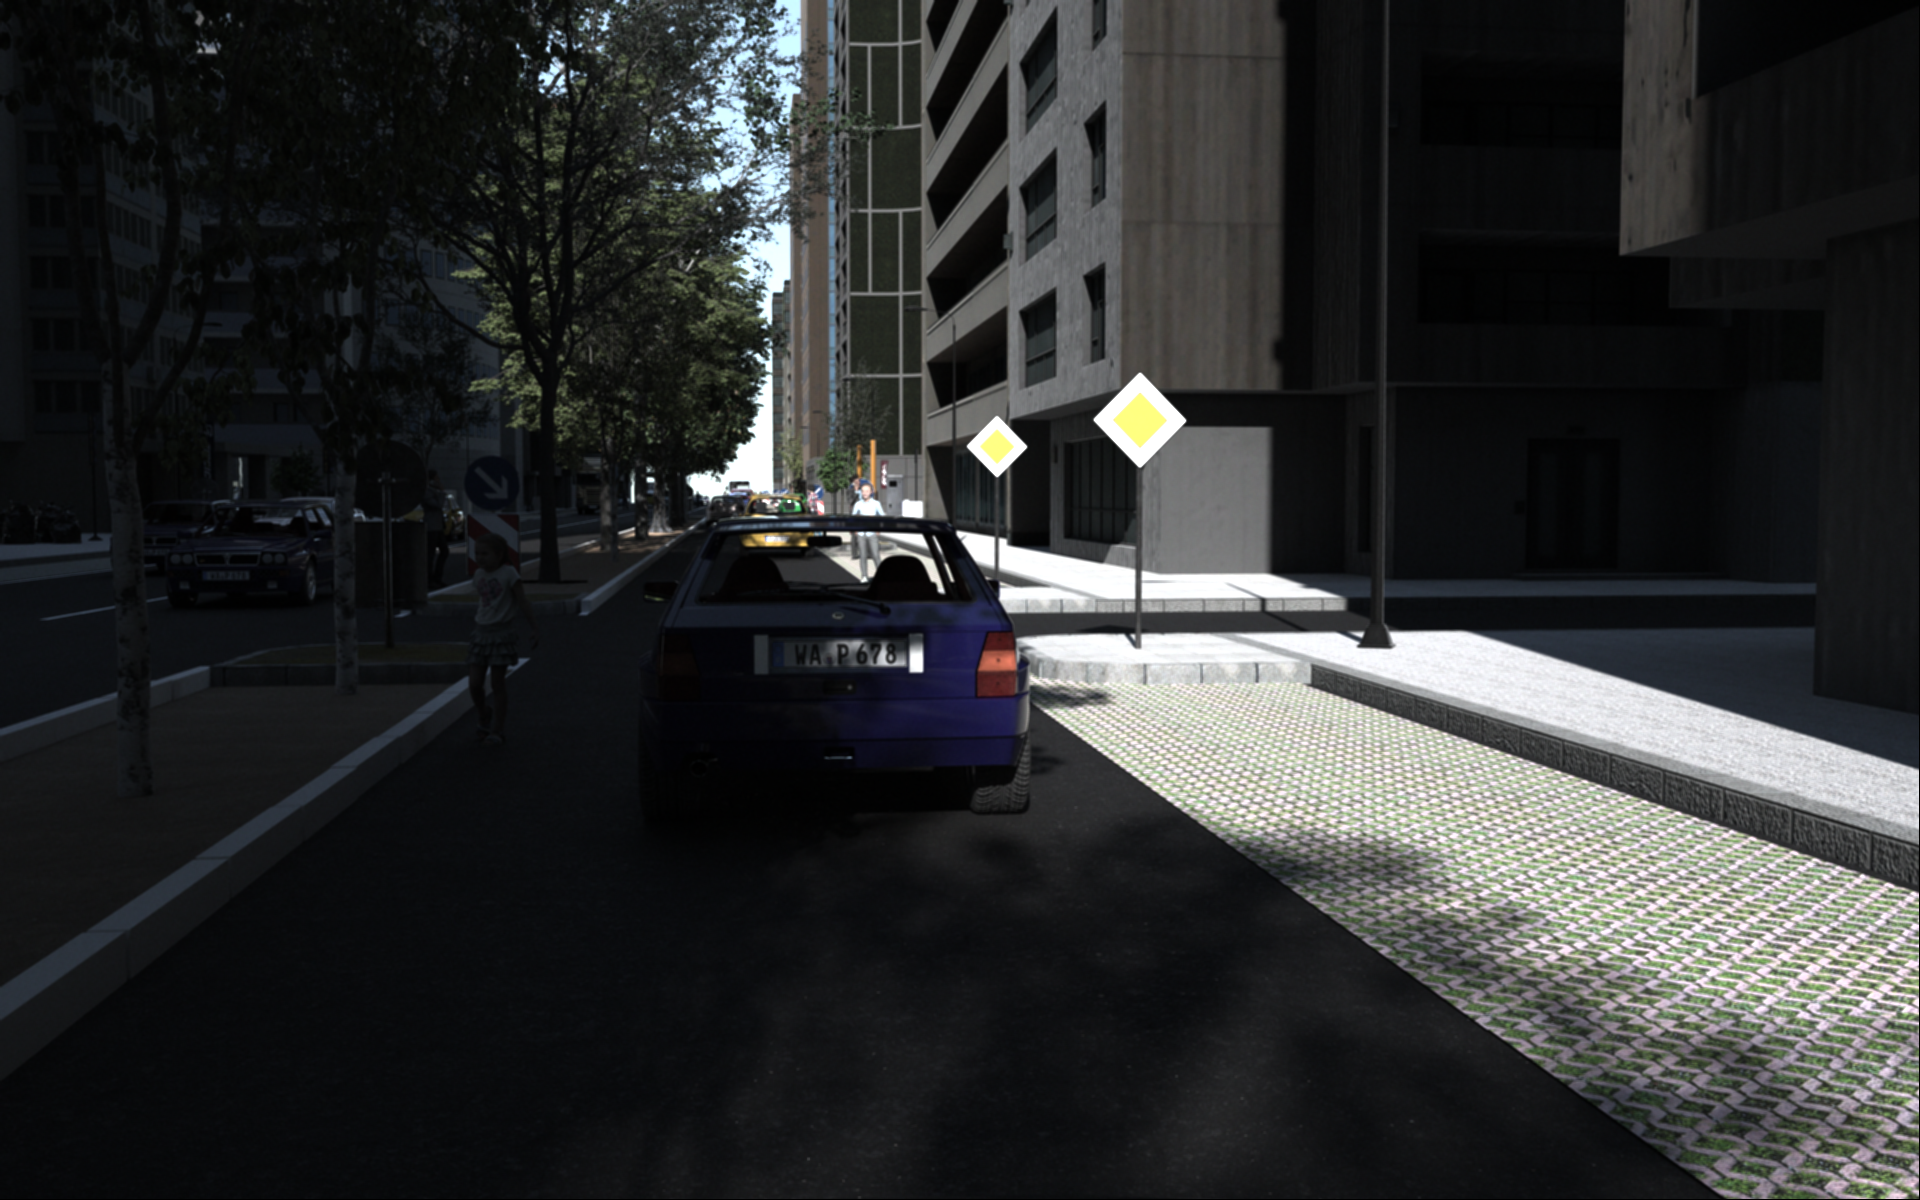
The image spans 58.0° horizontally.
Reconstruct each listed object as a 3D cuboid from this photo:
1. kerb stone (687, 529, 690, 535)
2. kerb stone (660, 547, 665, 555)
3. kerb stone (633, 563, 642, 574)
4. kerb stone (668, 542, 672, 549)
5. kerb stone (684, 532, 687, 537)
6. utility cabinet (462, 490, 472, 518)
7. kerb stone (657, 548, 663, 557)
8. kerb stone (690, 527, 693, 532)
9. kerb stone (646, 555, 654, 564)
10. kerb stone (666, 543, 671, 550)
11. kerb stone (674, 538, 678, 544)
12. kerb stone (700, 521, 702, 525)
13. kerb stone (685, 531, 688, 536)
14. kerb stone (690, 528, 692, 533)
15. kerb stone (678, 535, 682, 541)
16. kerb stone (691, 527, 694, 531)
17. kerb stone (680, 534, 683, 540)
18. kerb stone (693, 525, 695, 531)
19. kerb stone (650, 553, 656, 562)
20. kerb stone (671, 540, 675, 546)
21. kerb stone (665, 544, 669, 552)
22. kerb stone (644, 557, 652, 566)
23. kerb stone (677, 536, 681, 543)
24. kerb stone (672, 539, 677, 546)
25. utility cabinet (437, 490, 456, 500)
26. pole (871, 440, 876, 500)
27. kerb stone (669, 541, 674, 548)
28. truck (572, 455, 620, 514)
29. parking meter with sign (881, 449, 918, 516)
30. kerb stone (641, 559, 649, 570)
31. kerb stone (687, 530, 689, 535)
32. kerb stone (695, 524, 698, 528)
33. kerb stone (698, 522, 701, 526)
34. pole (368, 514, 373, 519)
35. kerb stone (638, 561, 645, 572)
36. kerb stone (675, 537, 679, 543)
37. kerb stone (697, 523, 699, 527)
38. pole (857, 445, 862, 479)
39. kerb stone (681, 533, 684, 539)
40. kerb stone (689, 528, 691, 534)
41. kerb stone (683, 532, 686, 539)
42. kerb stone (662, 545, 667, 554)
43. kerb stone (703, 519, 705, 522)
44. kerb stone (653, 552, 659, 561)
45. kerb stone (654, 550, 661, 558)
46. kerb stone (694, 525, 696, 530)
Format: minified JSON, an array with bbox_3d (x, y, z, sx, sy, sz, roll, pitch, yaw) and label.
[{"bbox_3d":[-9.346,-2.247,59.021,0.120,0.150,1.000,0,4,-7],"label":"kerb stone"},{"bbox_3d":[-6.891,-1.069,39.682,0.120,0.150,1.000,0,4,-7],"label":"kerb stone"},{"bbox_3d":[-5.735,-0.511,30.543,0.120,0.150,1.000,0,4,-7],"label":"kerb stone"},{"bbox_3d":[-7.410,-1.318,43.752,0.120,0.150,1.000,0,4,-7],"label":"kerb stone"},{"bbox_3d":[-8.832,-2.003,54.945,0.120,0.150,1.000,0,4,-7],"label":"kerb stone"},{"bbox_3d":[-26.470,-5.154,92.953,0.318,1.500,1.173,0,4,-7],"label":"utility cabinet"},{"bbox_3d":[-6.771,-1.006,38.667,0.120,0.150,1.000,0,4,-7],"label":"kerb stone"},{"bbox_3d":[-9.737,-2.437,62.067,0.120,0.150,1.000,0,4,-7],"label":"kerb stone"},{"bbox_3d":[-6.251,-0.759,34.599,0.120,0.150,1.000,0,4,-7],"label":"kerb stone"},{"bbox_3d":[-7.285,-1.252,42.738,0.120,0.150,1.000,0,4,-7],"label":"kerb stone"},{"bbox_3d":[-7.928,-1.567,47.824,0.120,0.150,1.000,0,4,-7],"label":"kerb stone"},{"bbox_3d":[-11.407,-3.246,75.278,0.120,0.150,1.000,0,4,-7],"label":"kerb stone"},{"bbox_3d":[-8.955,-2.066,55.967,0.120,0.150,1.000,0,4,-7],"label":"kerb stone"},{"bbox_3d":[-9.603,-2.375,61.049,0.120,0.150,1.000,0,4,-7],"label":"kerb stone"},{"bbox_3d":[-8.313,-1.750,50.872,0.120,0.150,1.000,0,4,-7],"label":"kerb stone"},{"bbox_3d":[-9.864,-2.501,63.081,0.120,0.150,1.000,0,4,-7],"label":"kerb stone"},{"bbox_3d":[-8.439,-1.814,51.890,0.120,0.150,1.000,0,4,-7],"label":"kerb stone"},{"bbox_3d":[-10.117,-2.624,65.116,0.120,0.150,1.000,0,4,-7],"label":"kerb stone"},{"bbox_3d":[-6.387,-0.821,35.618,0.120,0.150,1.000,0,4,-7],"label":"kerb stone"},{"bbox_3d":[-7.672,-1.443,45.789,0.120,0.150,1.000,0,4,-7],"label":"kerb stone"},{"bbox_3d":[-7.154,-1.194,41.721,0.120,0.150,1.000,0,4,-7],"label":"kerb stone"},{"bbox_3d":[-6.116,-0.697,33.586,0.120,0.150,1.000,0,4,-7],"label":"kerb stone"},{"bbox_3d":[-8.190,-1.692,49.856,0.120,0.150,1.000,0,4,-7],"label":"kerb stone"},{"bbox_3d":[-7.798,-1.504,46.803,0.120,0.150,1.000,0,4,-7],"label":"kerb stone"},{"bbox_3d":[-26.925,-5.010,90.594,1.173,1.500,0.318,1,4,15],"label":"utility cabinet"},{"bbox_3d":[-3.256,-4.365,65.211,0.158,3.312,0.155,0,3,0],"label":"pole"},{"bbox_3d":[-7.538,-1.381,44.769,0.120,0.150,1.000,0,4,-7],"label":"kerb stone"},{"bbox_3d":[-26.147,-8.329,125.085,2.839,4.237,11.283,0,4,-8],"label":"truck"},{"bbox_3d":[-2.514,-4.317,66.846,1.738,3.016,0.543,0,4,1],"label":"parking meter with sign"},{"bbox_3d":[-5.992,-0.629,32.571,0.120,0.150,1.000,0,4,-7],"label":"kerb stone"},{"bbox_3d":[-9.220,-2.190,58.003,0.120,0.150,1.000,0,4,-7],"label":"kerb stone"},{"bbox_3d":[-10.502,-2.811,68.172,0.120,0.150,1.000,0,4,-7],"label":"kerb stone"},{"bbox_3d":[-11.151,-3.119,73.250,0.120,0.150,1.000,0,4,-7],"label":"kerb stone"},{"bbox_3d":[-29.994,-5.762,88.055,0.158,3.312,0.155,0,3,0],"label":"pole"},{"bbox_3d":[-5.866,-0.573,31.557,0.120,0.150,1.000,0,4,-7],"label":"kerb stone"},{"bbox_3d":[-8.063,-1.627,48.842,0.120,0.150,1.000,0,4,-7],"label":"kerb stone"},{"bbox_3d":[-10.769,-2.936,70.206,0.120,0.150,1.000,0,4,-7],"label":"kerb stone"},{"bbox_3d":[-4.180,-4.794,72.221,0.158,3.312,0.155,0,3,0],"label":"pole"},{"bbox_3d":[-8.572,-1.878,52.903,0.120,0.150,1.000,0,4,-7],"label":"kerb stone"},{"bbox_3d":[-9.471,-2.314,60.036,0.120,0.150,1.000,0,4,-7],"label":"kerb stone"},{"bbox_3d":[-8.700,-1.940,53.917,0.120,0.150,1.000,0,4,-7],"label":"kerb stone"},{"bbox_3d":[-7.021,-1.132,40.696,0.120,0.150,1.000,0,4,-7],"label":"kerb stone"},{"bbox_3d":[-12.183,-3.620,81.374,0.120,0.150,1.000,0,4,-7],"label":"kerb stone"},{"bbox_3d":[-6.515,-0.877,36.633,0.120,0.150,1.000,0,4,-7],"label":"kerb stone"},{"bbox_3d":[-6.632,-0.945,37.654,0.120,0.150,1.000,0,4,-7],"label":"kerb stone"},{"bbox_3d":[-10.248,-2.687,66.133,0.120,0.150,1.000,0,4,-7],"label":"kerb stone"}]
